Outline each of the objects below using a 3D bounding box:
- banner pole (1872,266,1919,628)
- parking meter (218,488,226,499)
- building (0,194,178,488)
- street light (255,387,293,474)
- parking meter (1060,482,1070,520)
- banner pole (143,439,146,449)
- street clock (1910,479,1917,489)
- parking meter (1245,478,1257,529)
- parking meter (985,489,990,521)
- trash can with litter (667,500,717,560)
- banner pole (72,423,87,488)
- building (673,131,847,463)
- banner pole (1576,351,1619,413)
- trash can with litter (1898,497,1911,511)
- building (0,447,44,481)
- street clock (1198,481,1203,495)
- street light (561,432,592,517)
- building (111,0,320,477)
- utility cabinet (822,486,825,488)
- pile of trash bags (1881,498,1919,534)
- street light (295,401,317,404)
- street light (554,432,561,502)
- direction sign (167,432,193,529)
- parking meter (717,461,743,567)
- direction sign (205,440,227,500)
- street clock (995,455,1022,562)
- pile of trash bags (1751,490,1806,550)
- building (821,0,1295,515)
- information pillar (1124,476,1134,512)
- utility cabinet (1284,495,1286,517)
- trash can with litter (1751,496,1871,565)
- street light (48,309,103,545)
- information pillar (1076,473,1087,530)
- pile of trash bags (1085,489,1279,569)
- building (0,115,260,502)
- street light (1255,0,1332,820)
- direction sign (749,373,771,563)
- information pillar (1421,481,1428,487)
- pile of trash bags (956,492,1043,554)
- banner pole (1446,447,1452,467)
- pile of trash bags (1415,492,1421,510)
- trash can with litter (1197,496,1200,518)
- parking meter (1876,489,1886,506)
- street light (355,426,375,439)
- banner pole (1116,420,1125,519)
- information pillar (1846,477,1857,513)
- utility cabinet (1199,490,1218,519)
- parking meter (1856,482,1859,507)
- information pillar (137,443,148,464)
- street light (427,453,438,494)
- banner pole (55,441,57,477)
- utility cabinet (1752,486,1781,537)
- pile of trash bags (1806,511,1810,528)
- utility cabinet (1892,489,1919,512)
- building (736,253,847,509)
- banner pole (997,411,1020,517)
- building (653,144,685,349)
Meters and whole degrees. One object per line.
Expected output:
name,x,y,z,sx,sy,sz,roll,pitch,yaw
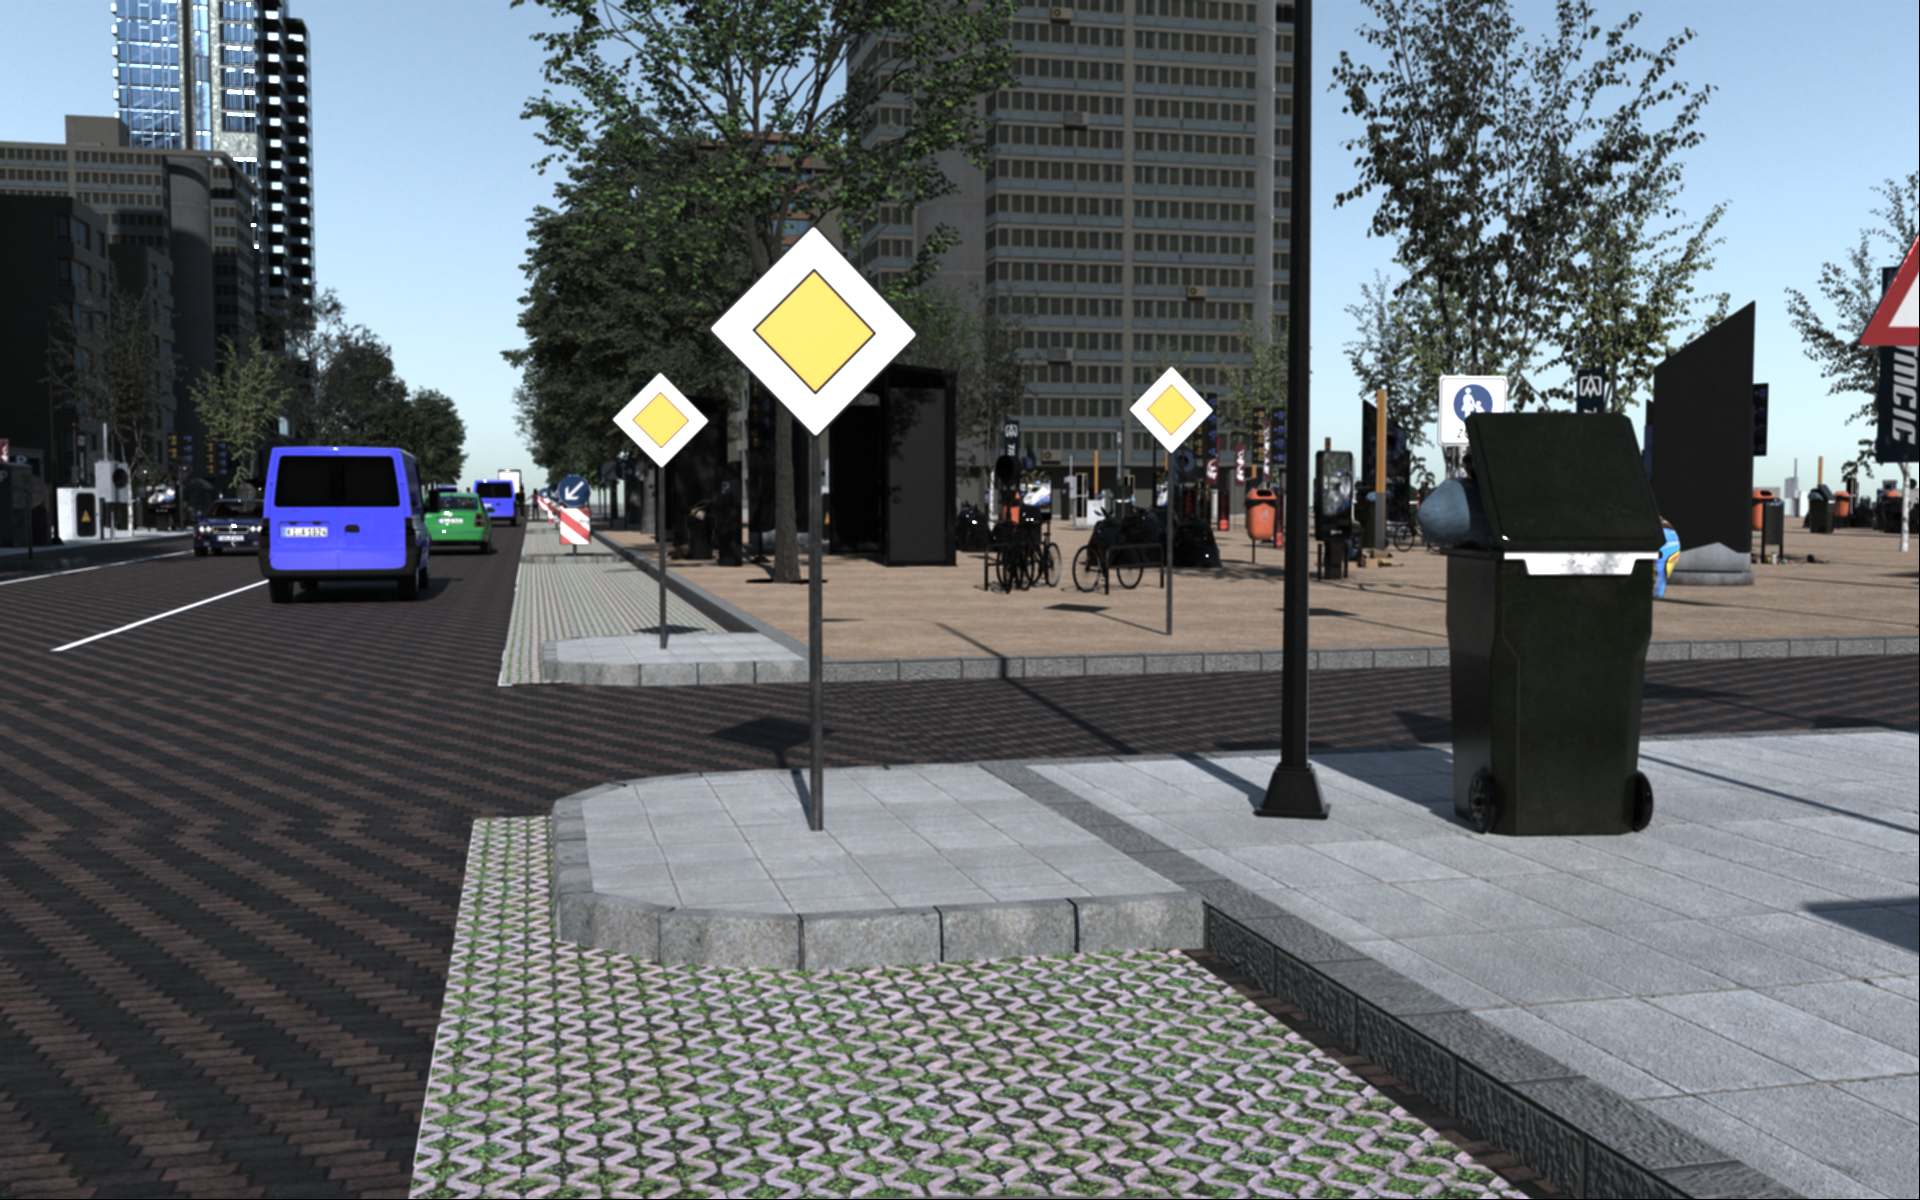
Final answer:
banner pole,9.234,-1.627,16.625,0.863,3.779,0.401,3,5,43
parking meter,-31.633,-4.026,74.229,0.372,1.533,0.369,0,3,0
building,-68.395,-16.308,111.682,27.650,21.520,28.899,-1,4,-14
street light,-29.965,-6.286,75.313,1.470,5.913,1.316,-1,4,-14
parking meter,5.141,-4.835,84.765,0.399,1.863,0.255,2,4,31
banner pole,-37.519,-5.481,79.635,0.401,3.779,0.863,-3,5,-45
street clock,44.870,-4.724,81.811,0.471,2.002,0.358,0,3,0
parking meter,10.600,-3.508,63.072,0.399,1.863,0.255,-1,4,-21
parking meter,1.356,-4.498,81.946,0.372,1.533,0.369,0,3,0
trash can with litter,-5.273,-1.371,33.795,1.055,1.170,0.624,2,4,30
banner pole,-31.157,-4.360,61.299,0.401,3.779,0.863,0,4,7
building,-23.545,-34.169,213.293,22.147,44.769,28.867,-1,4,-14
banner pole,11.275,-2.480,30.566,0.863,3.779,0.401,1,4,14
trash can with litter,39.031,-3.680,71.555,1.055,1.170,0.624,-2,4,-31
building,-59.461,-39.673,86.909,20.563,71.187,20.611,-1,4,-14
street clock,13.224,-5.563,95.520,0.471,2.002,0.358,2,4,28
street light,-21.638,-7.678,98.069,1.470,5.913,1.316,-1,4,-14
building,-89.526,-54.851,209.485,22.319,86.520,31.000,-1,4,-14
utility cabinet,-3.744,-2.342,46.964,1.173,1.500,0.318,-2,4,-24
pile of trash bags,32.747,-3.161,61.432,3.447,1.369,1.912,3,5,44
street light,-32.716,-6.955,86.255,1.470,5.913,1.316,-1,4,-14
street light,-29.480,-9.623,129.880,1.470,5.913,1.316,-1,4,-14
direction sign,-28.731,-4.396,63.864,0.876,3.537,0.379,-3,5,-42
parking meter,-4.071,-1.525,30.638,0.399,1.863,0.255,2,4,33
direction sign,-31.373,-4.960,73.092,0.379,3.537,0.876,3,5,43
street clock,0.899,-1.684,32.110,0.471,2.002,0.358,3,5,44
pile of trash bags,16.726,-1.772,38.732,3.447,1.369,1.912,-1,4,-18
building,5.639,-25.873,114.901,32.217,40.220,23.993,-1,4,-14
information pillar,6.699,-3.928,68.722,0.304,2.012,0.304,-3,4,-39
utility cabinet,18.645,-5.253,97.048,1.020,1.237,0.306,1,4,23
trash can with litter,15.470,-1.294,32.210,2.233,1.210,1.678,-2,4,-28
street light,-22.187,-4.339,43.487,1.470,5.913,1.316,-1,4,-14
information pillar,4.300,-3.473,61.280,0.304,2.012,0.304,2,4,33
pile of trash bags,4.064,-1.296,30.938,3.447,1.369,1.912,-1,4,-16
building,-88.482,-30.031,182.889,32.217,40.220,23.993,-1,4,-14
street light,0.819,-2.088,6.680,1.470,5.913,1.316,-1,4,-14
direction sign,-3.716,-2.458,32.191,0.379,3.537,0.876,1,4,18
information pillar,26.522,-5.774,98.892,0.304,2.012,0.304,-1,4,-16
pile of trash bags,0.894,-1.748,38.327,1.912,1.369,3.447,-1,4,-8
banner pole,22.835,-5.528,80.396,0.401,3.779,0.863,-2,4,-29
pile of trash bags,17.862,-3.904,73.575,3.447,1.369,1.912,0,4,-5
trash can with litter,8.370,-3.251,64.209,2.233,1.210,1.678,-1,4,-9
parking meter,42.634,-4.389,80.171,0.372,1.533,0.369,0,3,0
street light,-40.569,-8.900,118.063,1.470,5.913,1.316,-1,4,-14
banner pole,5.421,-4.183,58.407,0.401,3.779,0.863,2,4,26
information pillar,39.036,-4.366,75.873,0.304,2.012,0.304,-2,4,-24
utility cabinet,12.786,-4.930,89.285,0.318,1.500,1.173,-2,4,-32
parking meter,43.521,-4.809,84.344,0.399,1.863,0.255,-2,4,-35
information pillar,-36.765,-5.295,77.923,0.183,3.616,0.504,2,4,29
street light,-60.380,-13.798,198.143,1.470,5.913,1.316,-1,4,-14
banner pole,-42.492,-5.591,81.435,0.401,3.779,0.863,-2,4,-27
utility cabinet,23.302,-2.565,50.612,1.173,1.500,0.318,2,4,30
pile of trash bags,33.867,-3.409,65.482,3.447,1.369,1.912,-1,4,-11
utility cabinet,41.770,-4.138,76.341,1.173,1.500,0.318,3,5,42
building,-2.652,-18.078,140.619,27.650,21.520,28.899,-1,4,-14
banner pole,1.394,-3.785,51.899,0.863,3.779,0.401,1,4,23
building,-30.784,-37.536,237.414,21.300,48.544,21.600,-1,4,-14
